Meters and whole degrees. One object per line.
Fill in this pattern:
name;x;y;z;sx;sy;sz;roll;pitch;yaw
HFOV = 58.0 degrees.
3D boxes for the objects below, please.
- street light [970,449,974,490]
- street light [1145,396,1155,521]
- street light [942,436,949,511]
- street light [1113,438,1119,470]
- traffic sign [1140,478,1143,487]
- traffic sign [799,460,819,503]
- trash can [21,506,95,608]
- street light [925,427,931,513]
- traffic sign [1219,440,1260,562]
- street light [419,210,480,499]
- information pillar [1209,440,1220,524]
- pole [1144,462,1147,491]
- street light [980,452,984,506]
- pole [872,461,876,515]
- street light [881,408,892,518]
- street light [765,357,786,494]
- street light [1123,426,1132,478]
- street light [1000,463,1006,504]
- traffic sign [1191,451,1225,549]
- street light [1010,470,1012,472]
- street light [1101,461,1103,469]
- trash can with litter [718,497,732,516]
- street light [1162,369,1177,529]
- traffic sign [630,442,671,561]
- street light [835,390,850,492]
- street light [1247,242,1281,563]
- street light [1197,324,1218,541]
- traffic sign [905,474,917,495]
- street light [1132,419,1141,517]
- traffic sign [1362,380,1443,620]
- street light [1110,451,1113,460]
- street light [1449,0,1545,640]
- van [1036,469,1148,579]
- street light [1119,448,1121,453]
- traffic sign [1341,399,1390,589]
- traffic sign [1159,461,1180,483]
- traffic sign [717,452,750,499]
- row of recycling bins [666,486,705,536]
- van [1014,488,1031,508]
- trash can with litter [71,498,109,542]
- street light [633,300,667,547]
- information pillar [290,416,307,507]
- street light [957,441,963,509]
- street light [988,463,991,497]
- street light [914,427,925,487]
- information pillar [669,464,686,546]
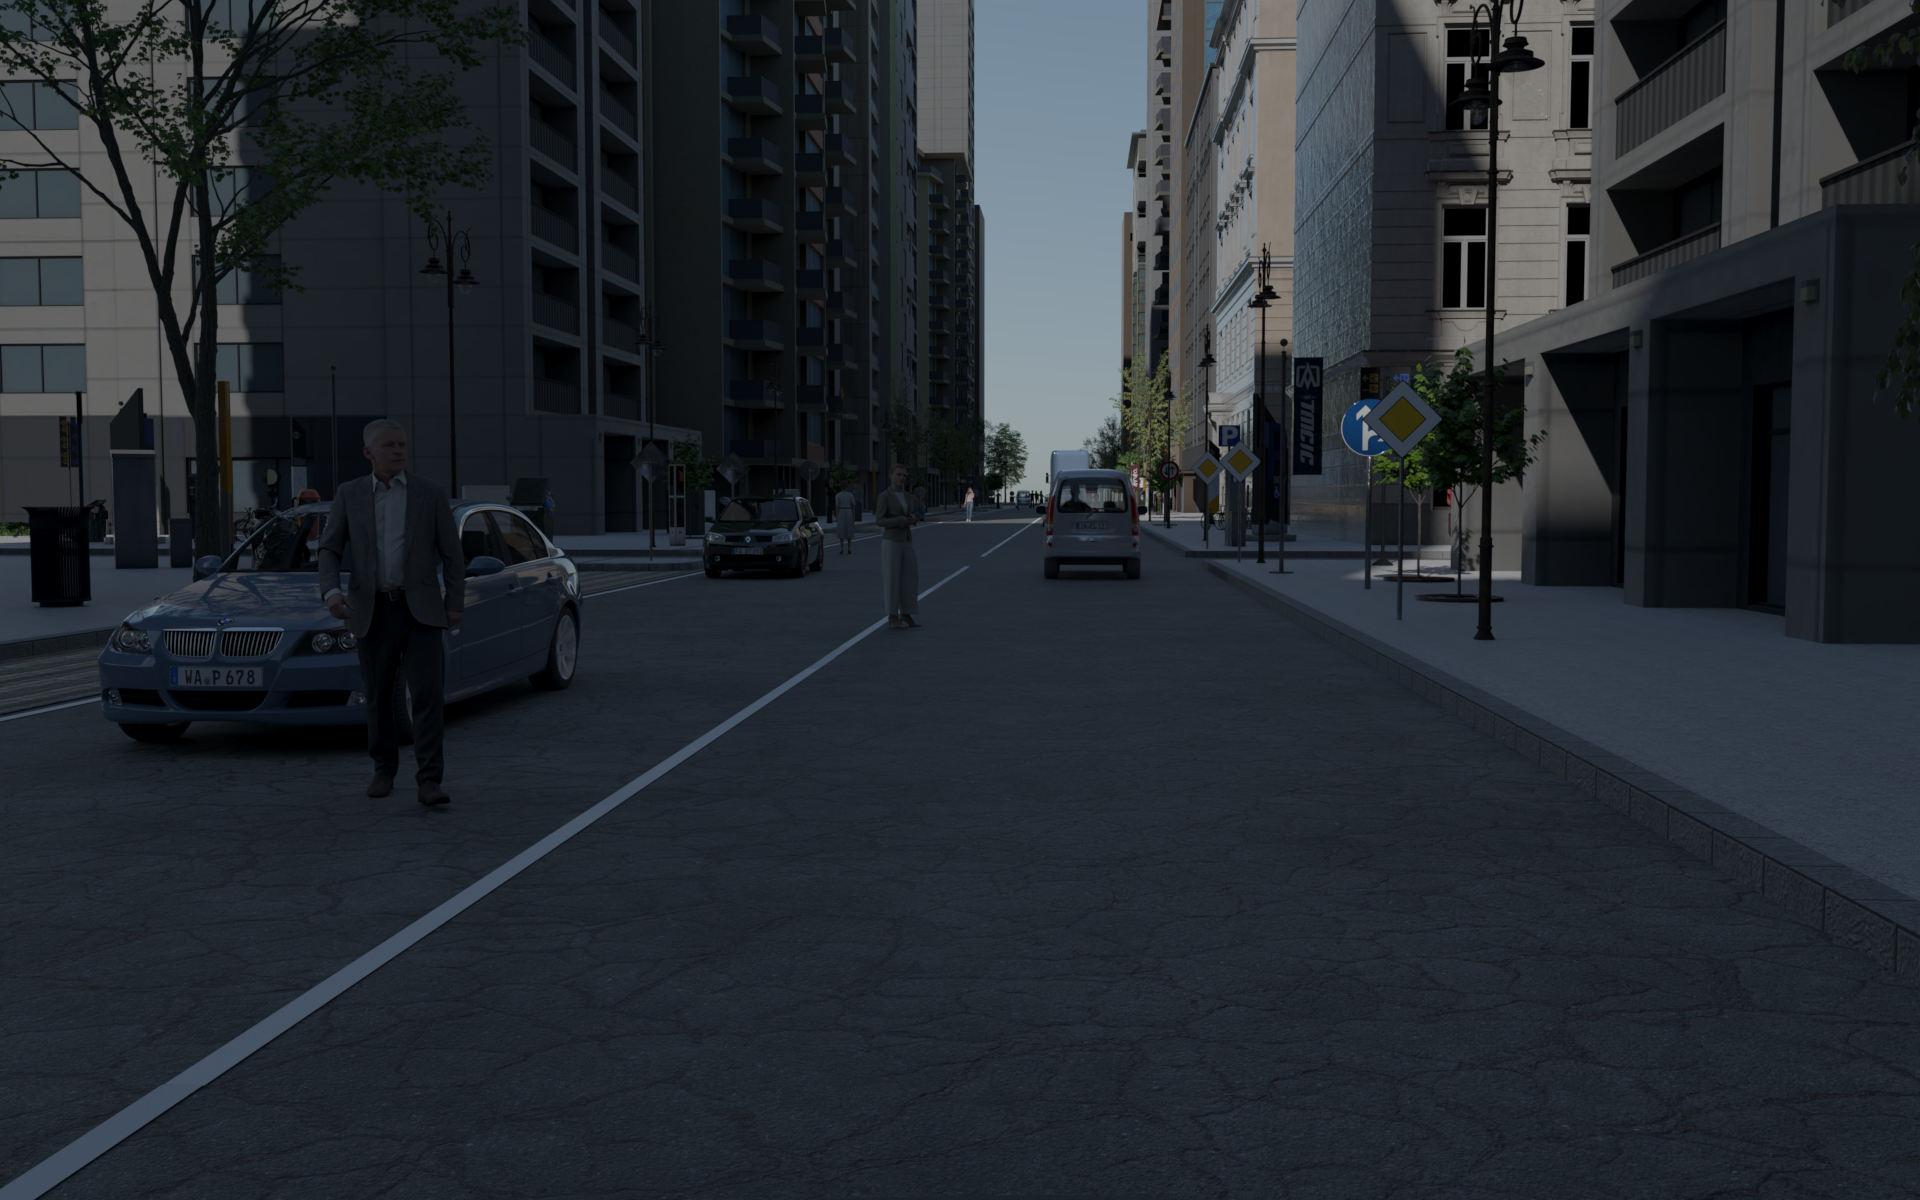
street light;1.237;-11.970;168.502;0.468;5.910;1.993;0;4;4
street light;8.945;-6.643;81.406;0.468;5.910;1.993;0;4;4
street light;-1.110;-9.914;134.876;0.468;5.910;1.993;0;4;4
street light;12.905;-10.281;140.883;0.468;5.910;1.993;0;4;4
traffic sign;11.301;-6.580;109.705;0.606;2.300;0.079;1;4;13
traffic sign;-5.706;-4.004;65.576;0.768;2.556;0.104;0;4;5
trash can;-10.266;-0.496;19.761;0.748;1.137;0.748;0;3;0
street light;-2.279;-8.891;118.161;0.468;5.910;1.993;0;4;4
traffic sign;5.239;-1.762;32.444;0.795;2.450;0.064;0;4;4
street light;-8.323;-3.401;28.395;0.468;5.910;1.993;0;4;4
information pillar;10.860;-5.062;74.120;0.504;3.616;0.183;0;4;-1
pole;11.921;-7.198;111.536;0.158;3.312;0.155;0;3;0
street light;2.350;-12.989;185.155;0.468;5.910;1.993;0;4;4
pole;-5.251;-6.842;105.712;0.158;3.312;0.155;0;3;0
street light;-3.938;-7.358;93.097;0.468;5.910;1.993;0;4;4
street light;-6.244;-5.255;58.700;0.468;5.910;1.993;0;4;4
street light;11.282;-8.696;114.969;0.468;5.910;1.993;0;4;4
street light;5.566;-16.006;234.479;0.468;5.910;1.993;0;4;4
traffic sign;5.774;-2.249;40.411;0.795;2.450;0.064;0;4;4
street light;7.869;-18.042;267.779;0.468;5.910;1.993;0;4;4
street light;20.919;-17.423;257.658;0.468;5.910;1.993;0;4;4
trash can with litter;-8.859;-3.377;66.598;0.624;1.170;1.055;-3;4;-37
street light;7.757;-5.595;64.259;0.468;5.910;1.993;0;4;4
traffic sign;-5.929;-1.809;33.212;0.795;2.450;0.064;0;4;4
street light;-5.123;-6.273;75.352;0.468;5.910;1.993;0;4;4
street light;5.597;-3.623;32.018;0.468;5.910;1.993;0;4;4
street light;6.730;-4.555;47.265;0.468;5.910;1.993;0;4;4
traffic sign;-3.028;-6.537;106.988;0.768;2.556;0.104;1;4;11
street light;10.156;-7.666;98.124;0.468;5.910;1.993;0;4;4
traffic sign;4.474;-1.002;17.571;0.795;2.450;0.064;1;4;9
street light;14.077;-11.330;158.029;0.468;5.910;1.993;0;4;4
street light;4.625;-2.588;15.100;0.468;5.910;1.993;0;4;4
van;2.332;-1.446;30.655;2.013;2.044;4.112;0;4;4
street light;11.894;-9.262;124.224;0.468;5.910;1.993;0;4;4
traffic sign;5.499;-1.418;23.285;0.768;2.556;0.104;1;4;8
traffic sign;7.962;-4.021;65.855;0.768;2.556;0.104;1;4;11
traffic sign;-5.393;-2.296;41.180;0.795;2.450;0.064;0;4;4
row of recycling bins;-8.723;-2.944;55.255;1.069;1.692;3.534;-1;4;-16
van;6.541;-10.488;178.489;2.013;2.044;4.112;0;4;2
trash can with litter;-23.162;-2.116;45.980;1.055;1.170;0.624;1;4;15
street light;-7.393;-4.202;41.485;0.468;5.910;1.993;0;4;4
information pillar;-20.038;-3.738;52.477;0.183;3.616;0.504;2;4;33
street light;0.034;-10.939;151.640;0.468;5.910;1.993;0;4;4
street light;3.320;-13.959;201.015;0.468;5.910;1.993;0;4;4
street light;-2.729;-8.409;110.273;0.468;5.910;1.993;0;4;4
information pillar;-6.999;-2.347;42.863;0.304;2.012;0.304;-3;5;-39
